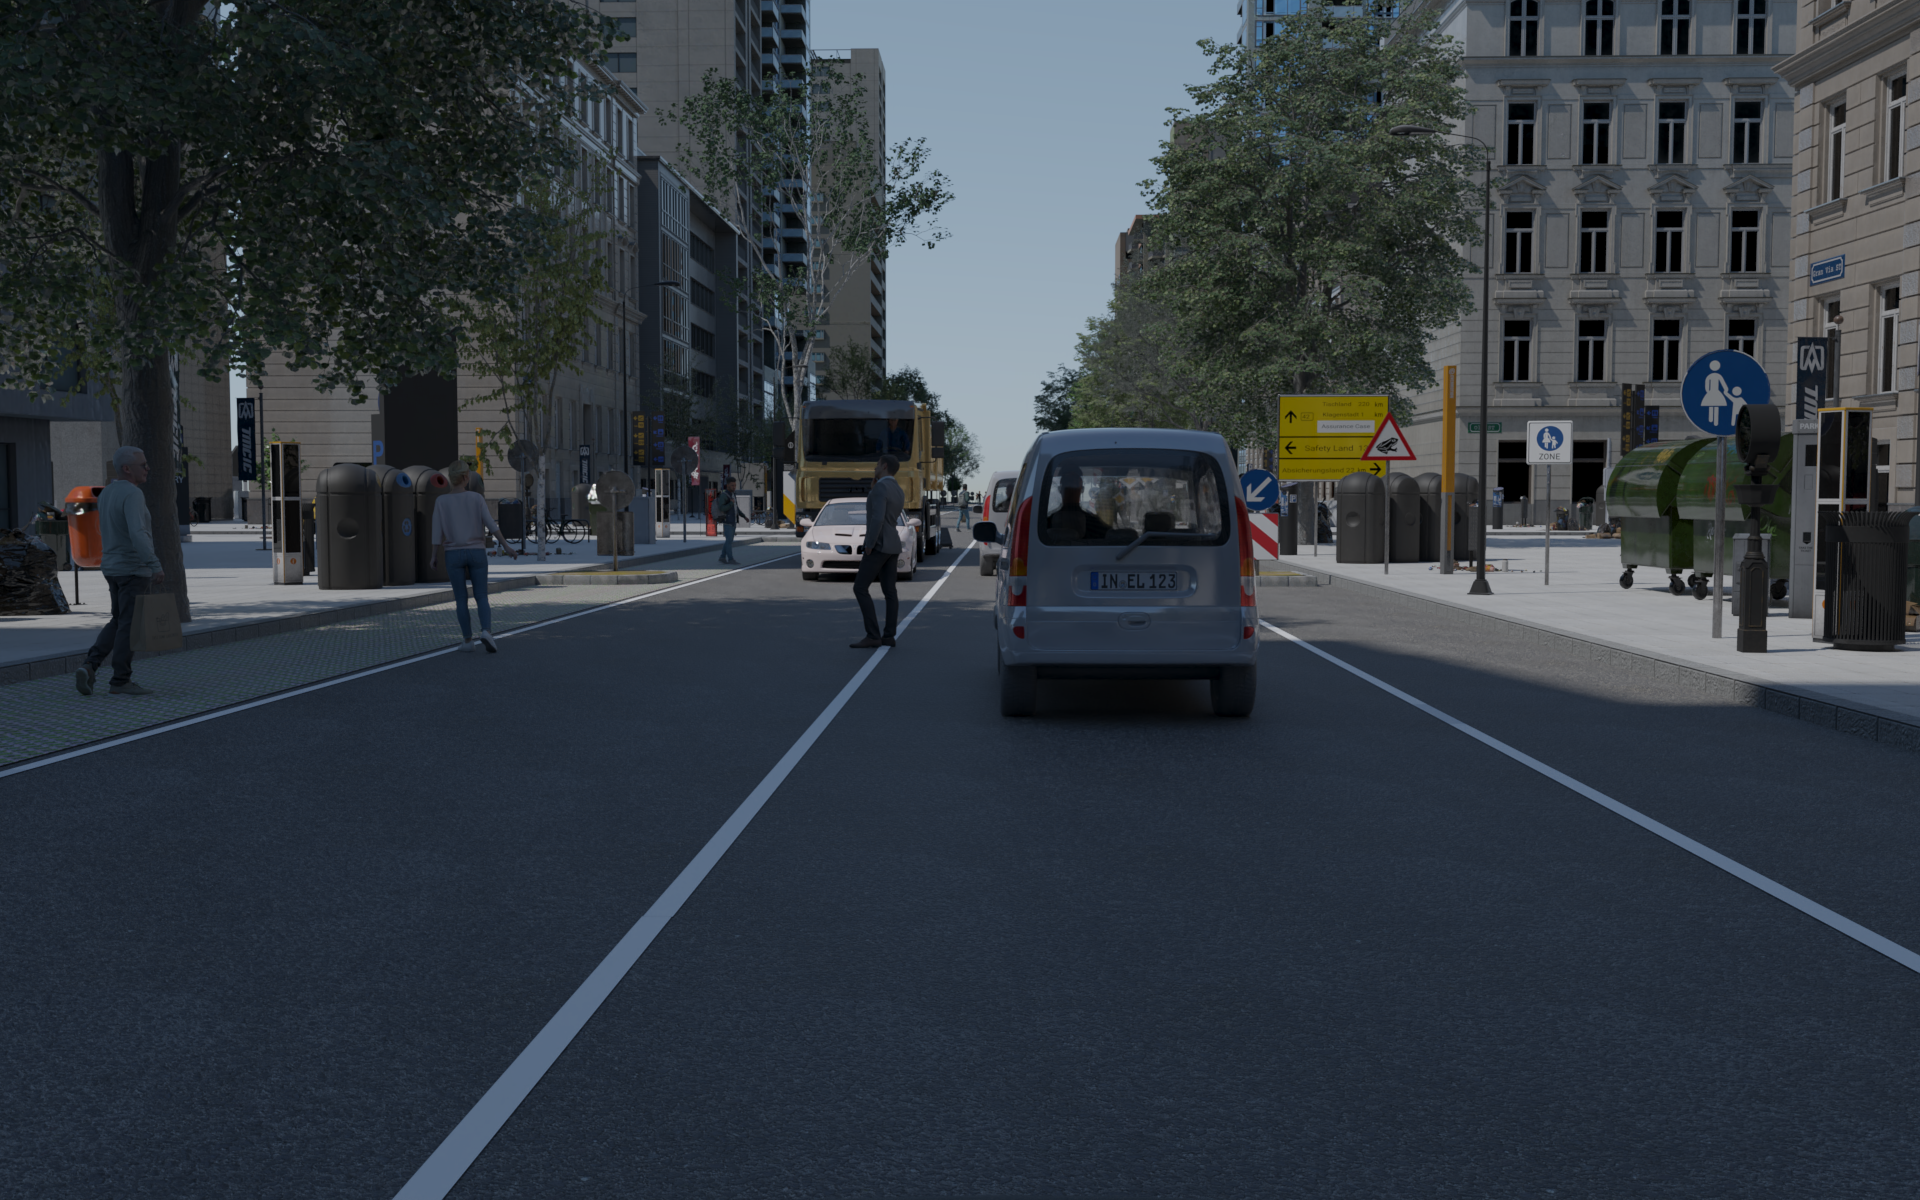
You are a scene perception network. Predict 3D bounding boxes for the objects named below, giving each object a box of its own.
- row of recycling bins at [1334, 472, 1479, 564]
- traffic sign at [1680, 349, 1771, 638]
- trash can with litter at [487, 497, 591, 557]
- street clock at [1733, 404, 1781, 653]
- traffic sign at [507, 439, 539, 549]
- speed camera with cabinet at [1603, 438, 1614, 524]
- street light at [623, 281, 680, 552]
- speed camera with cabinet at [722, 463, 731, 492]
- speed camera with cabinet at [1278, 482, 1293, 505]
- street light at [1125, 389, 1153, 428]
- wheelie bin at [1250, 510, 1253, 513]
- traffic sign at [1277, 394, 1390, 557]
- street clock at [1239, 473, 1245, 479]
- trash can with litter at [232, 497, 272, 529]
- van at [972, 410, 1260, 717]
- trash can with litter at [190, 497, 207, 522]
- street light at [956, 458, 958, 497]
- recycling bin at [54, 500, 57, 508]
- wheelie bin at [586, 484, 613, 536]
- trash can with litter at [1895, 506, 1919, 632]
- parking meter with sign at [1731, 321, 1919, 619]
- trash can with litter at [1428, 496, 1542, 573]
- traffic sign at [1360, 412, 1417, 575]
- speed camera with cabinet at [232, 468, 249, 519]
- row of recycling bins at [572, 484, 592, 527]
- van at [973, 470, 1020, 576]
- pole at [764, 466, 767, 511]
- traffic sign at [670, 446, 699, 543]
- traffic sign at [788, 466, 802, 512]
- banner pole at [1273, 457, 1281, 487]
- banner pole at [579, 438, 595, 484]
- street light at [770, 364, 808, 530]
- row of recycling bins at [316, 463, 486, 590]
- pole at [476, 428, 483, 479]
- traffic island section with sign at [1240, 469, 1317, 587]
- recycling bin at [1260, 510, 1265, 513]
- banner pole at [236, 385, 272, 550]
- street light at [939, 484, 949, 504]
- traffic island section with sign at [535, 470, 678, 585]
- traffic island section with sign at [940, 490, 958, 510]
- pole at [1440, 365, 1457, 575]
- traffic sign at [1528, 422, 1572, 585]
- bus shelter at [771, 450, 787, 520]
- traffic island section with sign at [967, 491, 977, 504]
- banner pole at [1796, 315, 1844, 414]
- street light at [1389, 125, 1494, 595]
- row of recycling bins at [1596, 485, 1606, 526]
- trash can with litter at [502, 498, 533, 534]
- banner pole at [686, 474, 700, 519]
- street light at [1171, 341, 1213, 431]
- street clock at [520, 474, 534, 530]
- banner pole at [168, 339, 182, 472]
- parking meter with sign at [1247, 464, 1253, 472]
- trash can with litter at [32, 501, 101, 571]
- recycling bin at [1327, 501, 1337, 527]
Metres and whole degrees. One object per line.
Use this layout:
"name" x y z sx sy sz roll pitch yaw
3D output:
"row of recycling bins" 8.561 -1.572 32.809 3.534 1.692 1.069 -2 4 -35
"traffic sign" 6.738 -0.932 15.340 0.768 2.556 0.104 0 4 6
"trash can with litter" -8.996 -1.542 36.271 2.233 1.210 1.678 -3 4 -37
"street clock" 6.429 -0.577 14.003 0.358 2.002 0.471 1 4 10
"traffic sign" -10.158 -2.457 40.284 0.768 2.556 0.104 0 4 6
"speed camera with cabinet" 22.883 -4.040 60.383 0.660 3.252 2.038 1 4 13
"street light" -6.782 -3.995 37.858 1.470 5.913 1.316 0 4 2
"speed camera with cabinet" -14.374 -7.055 109.686 0.660 3.252 2.038 1 4 21
"speed camera with cabinet" 15.215 -5.354 81.877 2.038 3.252 0.660 -1 4 -12
"street light" 7.825 -6.289 75.358 1.470 5.913 1.316 0 4 2
"wheelie bin" 17.680 -5.996 105.939 0.693 1.594 0.980 0 4 -7
"traffic sign" 7.605 -2.537 35.347 2.265 3.308 0.079 0 4 4
"street clock" 9.844 -3.388 59.972 0.358 2.002 0.471 -2 4 -35
"trash can with litter" -25.713 -3.244 64.097 2.233 1.210 1.678 -1 4 -11
"van" 1.091 -0.337 12.527 2.013 2.044 4.112 0 4 1
"trash can with litter" -34.634 -4.100 78.430 1.055 1.170 0.624 2 4 28
"street light" -1.010 -15.174 220.632 1.470 5.913 1.316 0 4 2
"recycling bin" -61.120 -6.336 116.151 0.722 1.027 0.722 -1 4 -11
"wheelie bin" -11.051 -2.779 53.341 0.980 1.594 0.693 1 4 14
"trash can with litter" 9.097 -0.307 16.400 0.624 1.170 1.055 3 5 42
"parking meter with sign" 8.933 -1.319 17.828 1.738 3.016 0.543 2 4 27
"trash can with litter" 8.697 -1.115 29.287 1.678 1.210 2.233 0 4 -6
"traffic sign" 6.797 -1.684 27.539 0.884 2.594 0.081 0 4 3
"speed camera with cabinet" -37.846 -5.906 90.905 0.660 3.252 2.038 -3 4 -36
"row of recycling bins" -15.122 -3.828 69.702 1.069 1.692 3.534 -1 4 -13
"van" 1.218 -1.507 31.648 2.013 2.044 4.112 0 4 2
"pole" -14.034 -8.024 125.028 0.158 3.312 0.155 0 3 0
"traffic sign" -7.290 -2.795 45.800 0.768 2.556 0.104 1 4 9
"traffic sign" -4.839 -3.001 52.714 0.795 2.450 0.064 0 4 2
"banner pole" 18.949 -6.952 103.677 0.863 3.779 0.401 0 4 4
"banner pole" -16.549 -5.333 77.209 0.863 3.779 0.401 -1 4 -12
"street light" -6.129 -5.485 62.216 1.470 5.913 1.316 0 4 2
"row of recycling bins" -7.967 -1.079 24.748 1.069 1.692 3.534 1 4 15
"pole" -14.775 -3.637 53.311 0.158 3.312 0.155 0 3 0
"traffic island section with sign" 4.567 -1.170 27.757 1.989 1.847 2.006 0 4 2
"recycling bin" 14.270 -4.145 80.325 0.722 1.027 0.722 2 4 26
"banner pole" -16.113 -3.027 39.508 0.863 3.779 0.401 1 4 11
"street light" -1.795 -13.722 196.902 1.470 5.913 1.316 0 4 2
"traffic island section with sign" -5.650 -1.188 28.047 1.989 1.847 2.006 0 4 2
"traffic island section with sign" -1.458 -9.296 160.624 1.989 1.847 2.006 0 4 2
"pole" 7.780 -2.064 27.591 0.158 3.312 0.155 0 3 0
"traffic sign" 8.255 -1.356 24.304 0.606 2.300 0.079 1 4 11
"bus shelter" -8.351 -5.929 88.215 1.731 3.624 6.357 0 4 2
"traffic island section with sign" 2.009 -15.999 270.216 1.989 1.847 2.006 0 4 2
"banner pole" 12.081 -2.099 24.334 0.863 3.779 0.401 -1 4 -9
"street light" 6.110 -3.023 21.974 1.470 5.913 1.316 0 4 2
"row of recycling bins" 26.245 -3.716 67.868 1.069 1.692 3.534 -1 4 -19
"trash can with litter" -13.629 -2.550 53.079 1.055 1.170 0.624 1 4 12
"banner pole" -13.489 -5.985 87.865 0.863 3.779 0.401 0 4 -6
"street light" 7.044 -4.876 52.270 1.470 5.913 1.316 0 4 2
"street clock" -15.435 -3.498 61.758 0.358 2.002 0.471 2 4 30
"banner pole" -10.957 -2.083 24.075 0.401 3.779 0.863 0 4 -6
"parking meter with sign" 17.265 -6.272 98.804 1.738 3.016 0.543 3 4 36
"trash can with litter" -14.894 -1.076 28.977 1.055 1.170 0.624 -3 4 -38
"recycling bin" 14.752 -3.351 67.346 0.722 1.027 0.722 -2 4 -26
